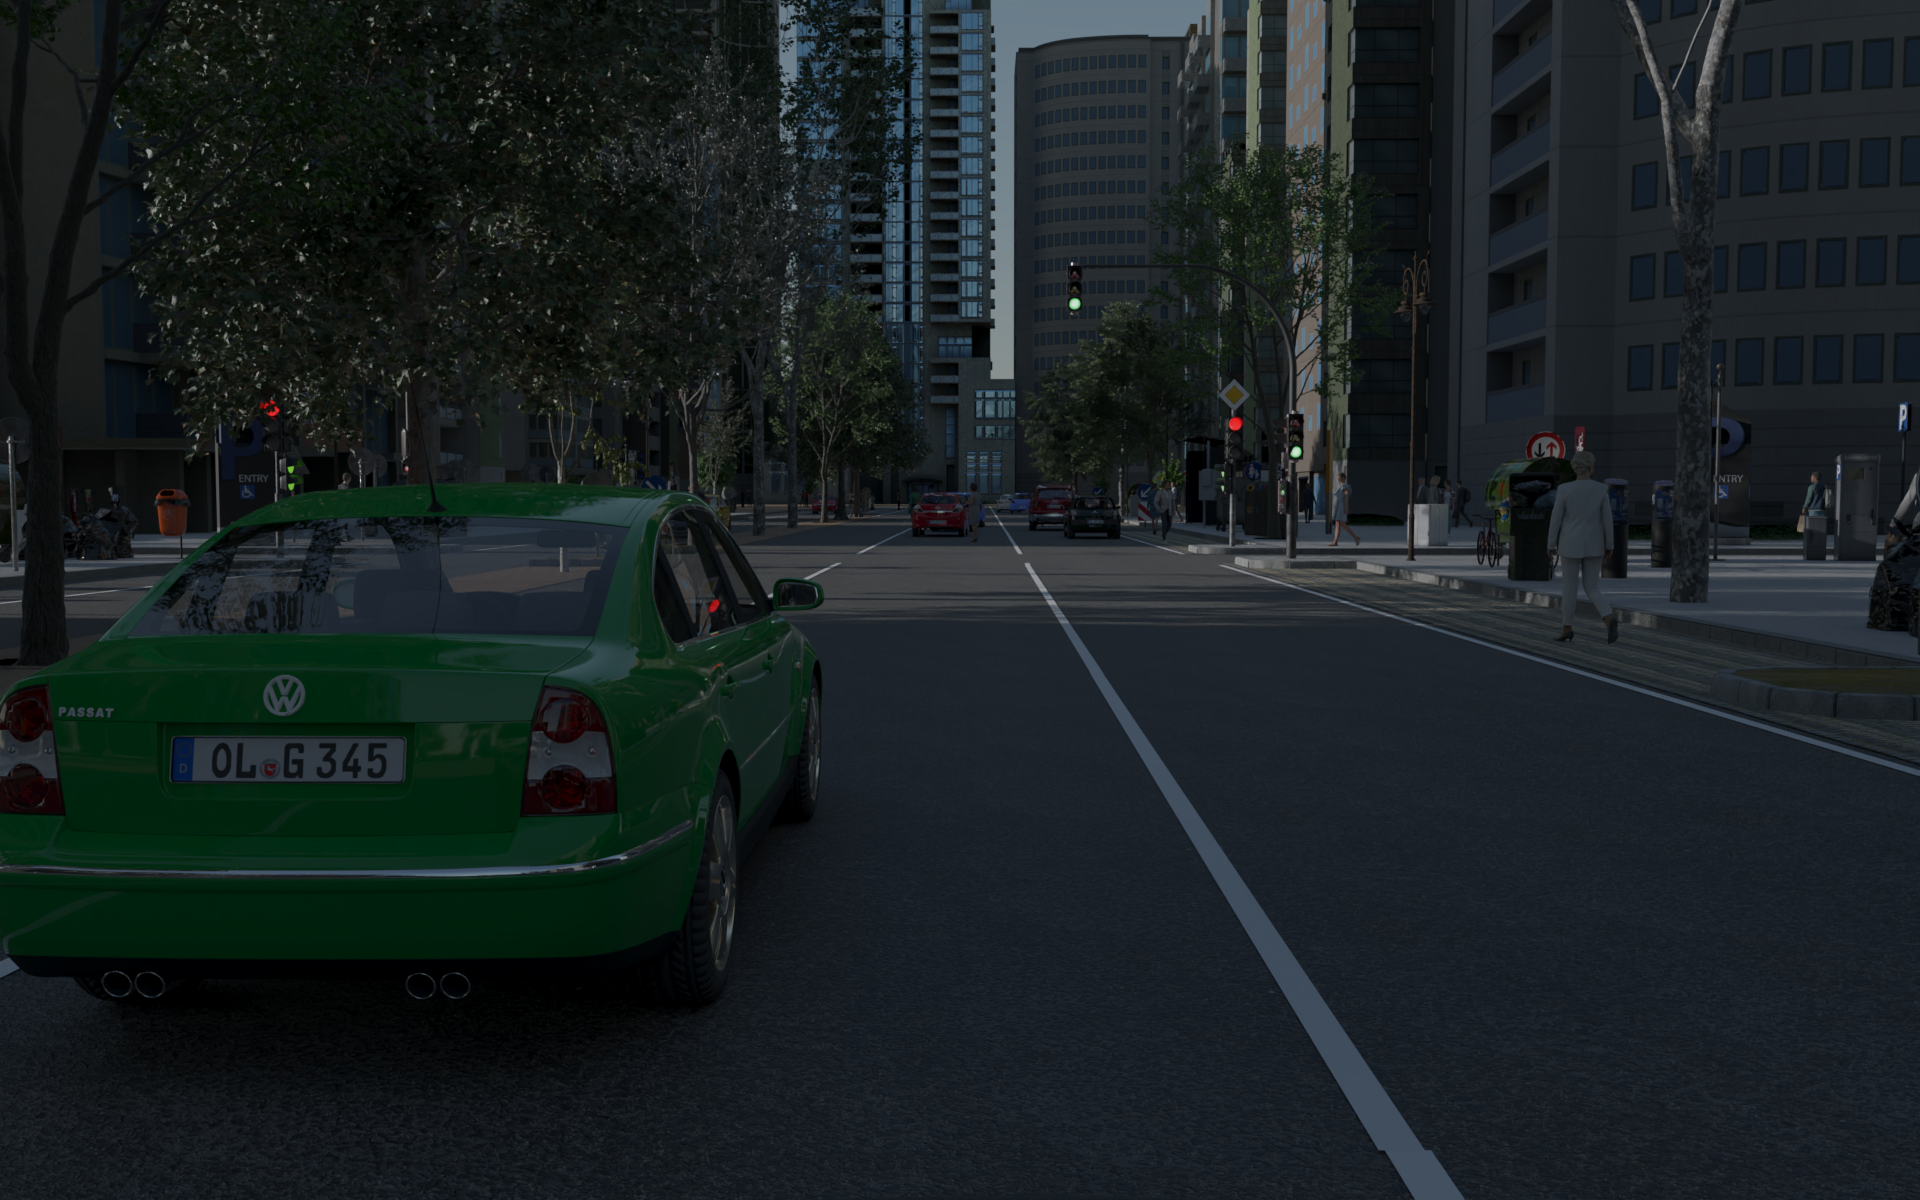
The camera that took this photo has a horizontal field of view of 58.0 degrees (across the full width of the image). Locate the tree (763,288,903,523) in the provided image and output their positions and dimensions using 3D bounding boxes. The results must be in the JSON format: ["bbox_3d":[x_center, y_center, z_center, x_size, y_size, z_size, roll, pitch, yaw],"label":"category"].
[{"bbox_3d":[-6.624,-9.626,85.601,9.928,11.665,9.643,0,3,0],"label":"tree"}]

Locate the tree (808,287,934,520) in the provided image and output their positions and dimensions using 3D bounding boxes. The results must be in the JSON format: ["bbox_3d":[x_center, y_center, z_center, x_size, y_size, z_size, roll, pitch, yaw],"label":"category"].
[{"bbox_3d":[-6.560,-10.762,95.419,9.611,12.733,9.660,0,3,0],"label":"tree"}]

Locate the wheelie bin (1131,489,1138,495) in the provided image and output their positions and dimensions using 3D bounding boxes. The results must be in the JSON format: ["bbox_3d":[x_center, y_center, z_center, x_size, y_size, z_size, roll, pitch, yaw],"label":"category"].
[{"bbox_3d":[11.245,-6.256,110.197,0.693,1.594,0.980,2,4,35],"label":"wheelie bin"}]

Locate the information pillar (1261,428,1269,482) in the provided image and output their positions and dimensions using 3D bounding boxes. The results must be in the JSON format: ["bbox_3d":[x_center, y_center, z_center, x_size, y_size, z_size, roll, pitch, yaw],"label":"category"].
[{"bbox_3d":[10.769,-4.239,60.664,0.504,3.616,0.183,1,4,17],"label":"information pillar"}]

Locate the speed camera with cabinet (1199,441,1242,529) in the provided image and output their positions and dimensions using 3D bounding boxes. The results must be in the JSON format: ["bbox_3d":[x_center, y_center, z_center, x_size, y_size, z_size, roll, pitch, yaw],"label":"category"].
[{"bbox_3d":[9.904,-4.273,64.192,2.038,3.252,0.660,2,4,33],"label":"speed camera with cabinet"}]

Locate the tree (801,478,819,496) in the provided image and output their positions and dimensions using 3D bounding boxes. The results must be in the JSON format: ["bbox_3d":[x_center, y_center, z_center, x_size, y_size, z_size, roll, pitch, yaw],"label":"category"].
[{"bbox_3d":[-14.292,-10.529,166.744,1.663,3.219,1.824,0,3,0],"label":"tree"}]

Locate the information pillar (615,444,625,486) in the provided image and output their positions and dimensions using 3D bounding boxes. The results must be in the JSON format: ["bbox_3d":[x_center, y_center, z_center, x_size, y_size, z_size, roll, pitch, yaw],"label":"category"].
[{"bbox_3d":[-15.964,-5.511,81.452,0.504,3.616,0.183,0,4,-1],"label":"information pillar"}]

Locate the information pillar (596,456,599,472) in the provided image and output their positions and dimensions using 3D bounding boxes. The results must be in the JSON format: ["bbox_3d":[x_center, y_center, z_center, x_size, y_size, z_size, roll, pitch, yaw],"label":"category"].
[{"bbox_3d":[-17.872,-5.757,85.477,0.183,3.616,0.504,-1,4,-18],"label":"information pillar"}]

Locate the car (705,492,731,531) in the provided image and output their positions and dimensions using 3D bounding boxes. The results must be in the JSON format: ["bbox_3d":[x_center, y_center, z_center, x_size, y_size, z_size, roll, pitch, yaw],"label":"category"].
[{"bbox_3d":[-9.463,-3.272,63.728,2.015,1.641,3.980,0,4,0],"label":"car"}]

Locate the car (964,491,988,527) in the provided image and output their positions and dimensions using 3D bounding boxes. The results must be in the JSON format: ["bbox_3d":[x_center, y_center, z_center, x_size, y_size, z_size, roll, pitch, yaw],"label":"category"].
[{"bbox_3d":[0.240,-4.064,76.037,1.945,1.707,3.694,0,4,2],"label":"car"}]

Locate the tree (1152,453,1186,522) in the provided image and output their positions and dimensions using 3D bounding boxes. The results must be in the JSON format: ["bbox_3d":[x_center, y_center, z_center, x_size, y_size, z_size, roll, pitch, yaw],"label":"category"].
[{"bbox_3d":[9.921,-5.273,80.812,1.663,3.219,1.824,0,3,0],"label":"tree"}]

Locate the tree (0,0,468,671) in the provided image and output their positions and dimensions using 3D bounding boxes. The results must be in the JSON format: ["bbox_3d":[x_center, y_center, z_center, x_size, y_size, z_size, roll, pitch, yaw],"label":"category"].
[{"bbox_3d":[-7.575,-5.250,14.047,9.928,11.665,9.643,0,3,0],"label":"tree"}]

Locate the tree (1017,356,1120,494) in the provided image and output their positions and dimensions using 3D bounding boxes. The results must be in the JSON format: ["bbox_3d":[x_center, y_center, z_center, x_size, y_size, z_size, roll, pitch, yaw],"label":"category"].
[{"bbox_3d":[10.277,-15.255,156.068,9.857,13.997,8.962,0,3,0],"label":"tree"}]

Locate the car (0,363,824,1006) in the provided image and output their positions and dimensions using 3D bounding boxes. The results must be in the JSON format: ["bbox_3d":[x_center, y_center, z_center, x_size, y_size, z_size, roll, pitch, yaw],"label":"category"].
[{"bbox_3d":[-1.526,0.157,6.233,1.959,1.807,4.718,0,4,1],"label":"car"}]

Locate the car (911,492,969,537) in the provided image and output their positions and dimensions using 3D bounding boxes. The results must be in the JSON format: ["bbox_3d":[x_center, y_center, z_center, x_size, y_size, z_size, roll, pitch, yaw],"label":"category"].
[{"bbox_3d":[-0.644,-3.081,59.411,2.155,1.783,4.494,0,4,3],"label":"car"}]

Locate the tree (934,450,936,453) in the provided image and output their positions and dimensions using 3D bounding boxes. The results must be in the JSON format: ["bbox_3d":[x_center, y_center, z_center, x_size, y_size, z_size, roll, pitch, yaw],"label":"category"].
[{"bbox_3d":[-6.376,-11.440,106.516,9.611,12.733,9.660,0,3,0],"label":"tree"}]

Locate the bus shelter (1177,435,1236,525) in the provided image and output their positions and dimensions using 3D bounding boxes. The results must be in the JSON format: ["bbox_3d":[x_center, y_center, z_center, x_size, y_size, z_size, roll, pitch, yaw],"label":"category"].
[{"bbox_3d":[10.190,-4.913,71.616,1.731,3.624,6.357,0,4,1],"label":"bus shelter"}]

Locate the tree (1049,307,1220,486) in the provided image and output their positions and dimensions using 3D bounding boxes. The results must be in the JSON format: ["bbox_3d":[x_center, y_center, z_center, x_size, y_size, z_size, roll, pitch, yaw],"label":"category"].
[{"bbox_3d":[9.383,-9.357,87.406,7.601,10.594,8.767,-3,4,-39],"label":"tree"}]

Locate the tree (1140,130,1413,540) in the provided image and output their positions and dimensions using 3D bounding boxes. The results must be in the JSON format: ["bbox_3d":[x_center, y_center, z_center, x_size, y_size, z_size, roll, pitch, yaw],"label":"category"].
[{"bbox_3d":[8.917,-7.531,48.887,9.928,11.665,9.643,0,3,0],"label":"tree"}]

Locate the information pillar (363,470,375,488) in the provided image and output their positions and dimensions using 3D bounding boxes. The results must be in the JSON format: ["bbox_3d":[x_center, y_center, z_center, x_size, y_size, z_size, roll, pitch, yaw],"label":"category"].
[{"bbox_3d":[-17.786,-2.912,52.102,0.304,2.012,0.304,-2,4,-30],"label":"information pillar"}]

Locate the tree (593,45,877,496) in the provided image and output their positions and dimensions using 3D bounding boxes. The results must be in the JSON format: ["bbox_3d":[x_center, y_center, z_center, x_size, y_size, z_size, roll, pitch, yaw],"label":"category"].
[{"bbox_3d":[-7.345,-8.234,47.455,12.009,13.543,11.850,0,3,0],"label":"tree"}]

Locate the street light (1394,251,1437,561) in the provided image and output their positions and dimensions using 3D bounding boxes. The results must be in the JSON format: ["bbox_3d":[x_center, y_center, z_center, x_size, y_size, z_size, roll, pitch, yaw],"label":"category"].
[{"bbox_3d":[8.674,-3.691,33.129,0.468,5.910,1.993,0,4,1],"label":"street light"}]

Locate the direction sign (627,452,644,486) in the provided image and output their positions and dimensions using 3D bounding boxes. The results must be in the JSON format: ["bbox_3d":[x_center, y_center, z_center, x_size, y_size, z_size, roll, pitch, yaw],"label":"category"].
[{"bbox_3d":[-17.414,-6.172,92.916,0.876,3.537,0.379,-1,4,-11],"label":"direction sign"}]

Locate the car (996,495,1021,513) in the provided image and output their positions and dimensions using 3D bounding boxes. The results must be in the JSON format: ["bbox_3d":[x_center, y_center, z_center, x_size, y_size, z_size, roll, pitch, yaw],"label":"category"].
[{"bbox_3d":[3.825,-7.507,135.098,2.083,1.381,4.827,0,4,1],"label":"car"}]

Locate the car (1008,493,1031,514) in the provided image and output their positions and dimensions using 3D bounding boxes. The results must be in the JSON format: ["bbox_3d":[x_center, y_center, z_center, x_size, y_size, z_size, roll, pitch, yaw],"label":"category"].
[{"bbox_3d":[4.479,-7.091,125.521,1.945,1.707,3.694,0,4,1],"label":"car"}]

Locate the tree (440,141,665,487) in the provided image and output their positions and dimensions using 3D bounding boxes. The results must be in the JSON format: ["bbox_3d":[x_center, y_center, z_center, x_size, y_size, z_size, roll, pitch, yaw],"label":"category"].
[{"bbox_3d":[-7.211,-4.797,31.247,4.737,8.622,4.395,0,3,0],"label":"tree"}]

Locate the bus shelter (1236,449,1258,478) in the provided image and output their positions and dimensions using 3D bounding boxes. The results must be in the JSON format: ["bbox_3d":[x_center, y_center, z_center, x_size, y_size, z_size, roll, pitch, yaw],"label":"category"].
[{"bbox_3d":[12.026,-5.159,78.272,2.014,3.302,5.546,0,4,1],"label":"bus shelter"}]

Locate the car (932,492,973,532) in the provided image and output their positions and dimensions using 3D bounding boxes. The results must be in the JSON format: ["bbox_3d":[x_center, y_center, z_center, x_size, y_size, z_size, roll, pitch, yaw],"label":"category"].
[{"bbox_3d":[-0.244,-3.516,67.084,1.945,1.707,3.694,0,4,0],"label":"car"}]

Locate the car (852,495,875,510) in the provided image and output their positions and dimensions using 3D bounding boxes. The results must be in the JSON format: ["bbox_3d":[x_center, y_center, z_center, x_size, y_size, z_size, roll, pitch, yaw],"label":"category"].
[{"bbox_3d":[-8.701,-8.849,156.483,2.131,1.459,4.920,0,4,-1],"label":"car"}]

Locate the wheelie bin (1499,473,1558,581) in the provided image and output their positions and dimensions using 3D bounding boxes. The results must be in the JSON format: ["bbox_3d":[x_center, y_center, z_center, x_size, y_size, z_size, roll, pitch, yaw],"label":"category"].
[{"bbox_3d":[8.512,-1.090,25.723,0.980,1.594,0.693,1,4,19],"label":"wheelie bin"}]

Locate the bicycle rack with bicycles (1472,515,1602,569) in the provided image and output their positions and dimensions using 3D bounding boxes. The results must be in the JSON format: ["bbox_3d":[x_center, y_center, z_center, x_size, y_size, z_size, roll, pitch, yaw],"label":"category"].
[{"bbox_3d":[10.153,-1.002,29.769,2.852,0.926,2.925,1,4,12],"label":"bicycle rack with bicycles"}]

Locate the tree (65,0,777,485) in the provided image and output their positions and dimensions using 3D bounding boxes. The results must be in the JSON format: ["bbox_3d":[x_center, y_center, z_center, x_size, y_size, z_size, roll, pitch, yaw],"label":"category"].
[{"bbox_3d":[-7.477,-6.385,23.865,9.611,12.733,9.660,0,3,0],"label":"tree"}]

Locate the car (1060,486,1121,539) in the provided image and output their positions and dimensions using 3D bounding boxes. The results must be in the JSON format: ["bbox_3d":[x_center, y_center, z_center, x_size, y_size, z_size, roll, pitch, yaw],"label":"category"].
[{"bbox_3d":[4.302,-2.871,56.723,2.009,1.686,4.222,0,4,1],"label":"car"}]

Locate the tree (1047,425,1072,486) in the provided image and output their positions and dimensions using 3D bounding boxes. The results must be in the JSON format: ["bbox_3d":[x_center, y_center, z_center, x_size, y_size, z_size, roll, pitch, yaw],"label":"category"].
[{"bbox_3d":[10.539,-13.981,178.949,4.737,8.622,4.395,0,3,0],"label":"tree"}]

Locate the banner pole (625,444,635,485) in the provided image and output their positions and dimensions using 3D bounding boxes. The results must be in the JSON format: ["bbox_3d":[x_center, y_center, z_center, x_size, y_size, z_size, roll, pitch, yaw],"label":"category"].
[{"bbox_3d":[-16.631,-5.946,87.231,0.401,3.779,0.863,2,4,33],"label":"banner pole"}]

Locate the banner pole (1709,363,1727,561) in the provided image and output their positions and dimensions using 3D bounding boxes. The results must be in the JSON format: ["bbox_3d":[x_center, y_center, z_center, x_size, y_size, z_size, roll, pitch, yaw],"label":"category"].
[{"bbox_3d":[14.355,-2.642,33.214,0.863,3.779,0.401,-1,4,-21],"label":"banner pole"}]

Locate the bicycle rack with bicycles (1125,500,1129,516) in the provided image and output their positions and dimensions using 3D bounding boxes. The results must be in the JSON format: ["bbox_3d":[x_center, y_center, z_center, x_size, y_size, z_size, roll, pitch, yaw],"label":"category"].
[{"bbox_3d":[11.026,-5.548,104.086,2.852,0.926,2.925,0,4,1],"label":"bicycle rack with bicycles"}]

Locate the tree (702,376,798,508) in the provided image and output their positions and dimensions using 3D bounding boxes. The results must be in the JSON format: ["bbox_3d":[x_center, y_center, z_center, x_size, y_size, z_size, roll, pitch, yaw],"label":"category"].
[{"bbox_3d":[-15.671,-12.285,135.267,8.767,10.594,7.601,-2,4,-35],"label":"tree"}]

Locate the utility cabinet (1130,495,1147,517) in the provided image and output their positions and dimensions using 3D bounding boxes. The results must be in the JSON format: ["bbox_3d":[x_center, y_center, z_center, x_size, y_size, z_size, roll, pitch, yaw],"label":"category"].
[{"bbox_3d":[10.096,-5.279,97.479,1.020,1.237,0.306,-1,4,-14],"label":"utility cabinet"}]

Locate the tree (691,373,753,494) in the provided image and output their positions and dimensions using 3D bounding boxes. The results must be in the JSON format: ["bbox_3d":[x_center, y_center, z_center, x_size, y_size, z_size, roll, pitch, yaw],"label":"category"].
[{"bbox_3d":[-14.815,-9.498,105.649,4.360,8.622,3.978,0,3,0],"label":"tree"}]

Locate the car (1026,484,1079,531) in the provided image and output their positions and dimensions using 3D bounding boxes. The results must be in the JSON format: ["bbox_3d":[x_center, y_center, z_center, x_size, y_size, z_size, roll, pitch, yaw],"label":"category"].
[{"bbox_3d":[3.767,-3.705,69.252,2.281,1.827,5.304,0,4,2],"label":"car"}]

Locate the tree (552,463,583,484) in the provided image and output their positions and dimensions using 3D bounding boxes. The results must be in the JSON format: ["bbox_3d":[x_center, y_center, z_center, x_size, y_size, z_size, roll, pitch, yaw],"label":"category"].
[{"bbox_3d":[-21.649,-6.101,94.360,1.663,3.219,1.824,0,3,0],"label":"tree"}]

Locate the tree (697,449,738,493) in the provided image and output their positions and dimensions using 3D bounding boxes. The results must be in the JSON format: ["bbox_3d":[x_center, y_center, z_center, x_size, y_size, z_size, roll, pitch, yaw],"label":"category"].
[{"bbox_3d":[-15.942,-7.864,112.286,4.285,4.588,4.351,0,3,0],"label":"tree"}]

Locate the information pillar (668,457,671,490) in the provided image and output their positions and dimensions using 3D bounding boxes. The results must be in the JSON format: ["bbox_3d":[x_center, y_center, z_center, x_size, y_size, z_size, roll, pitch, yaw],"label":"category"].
[{"bbox_3d":[-18.359,-7.237,109.677,0.183,3.616,0.504,1,4,11],"label":"information pillar"}]

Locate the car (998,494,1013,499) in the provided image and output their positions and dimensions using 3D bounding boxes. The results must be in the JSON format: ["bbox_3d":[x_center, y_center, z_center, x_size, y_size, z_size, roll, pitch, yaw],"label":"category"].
[{"bbox_3d":[4.581,-9.355,164.959,2.014,1.417,4.499,0,4,-1],"label":"car"}]

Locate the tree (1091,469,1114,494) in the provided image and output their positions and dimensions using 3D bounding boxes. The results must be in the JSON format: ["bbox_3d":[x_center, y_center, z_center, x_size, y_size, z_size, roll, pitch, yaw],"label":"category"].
[{"bbox_3d":[10.678,-8.319,130.611,1.663,3.219,1.824,0,3,0],"label":"tree"}]

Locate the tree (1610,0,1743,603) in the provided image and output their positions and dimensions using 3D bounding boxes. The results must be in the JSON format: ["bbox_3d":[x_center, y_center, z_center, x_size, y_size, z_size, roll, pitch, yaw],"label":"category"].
[{"bbox_3d":[8.182,-10.123,21.401,12.611,20.169,13.585,0,3,0],"label":"tree"}]

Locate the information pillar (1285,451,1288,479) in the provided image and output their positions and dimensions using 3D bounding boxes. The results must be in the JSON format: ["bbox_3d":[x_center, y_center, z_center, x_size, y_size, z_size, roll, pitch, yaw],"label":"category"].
[{"bbox_3d":[12.564,-4.630,67.057,0.504,3.616,0.183,-3,4,-38],"label":"information pillar"}]

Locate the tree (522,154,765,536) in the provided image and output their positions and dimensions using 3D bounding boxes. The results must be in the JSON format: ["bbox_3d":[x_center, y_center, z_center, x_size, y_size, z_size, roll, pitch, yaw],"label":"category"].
[{"bbox_3d":[-8.091,-12.312,59.649,12.611,20.169,13.585,0,3,0],"label":"tree"}]

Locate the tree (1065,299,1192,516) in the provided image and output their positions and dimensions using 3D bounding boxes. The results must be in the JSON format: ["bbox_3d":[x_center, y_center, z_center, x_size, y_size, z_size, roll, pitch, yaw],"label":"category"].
[{"bbox_3d":[9.910,-11.207,101.354,7.486,12.596,7.792,0,3,0],"label":"tree"}]

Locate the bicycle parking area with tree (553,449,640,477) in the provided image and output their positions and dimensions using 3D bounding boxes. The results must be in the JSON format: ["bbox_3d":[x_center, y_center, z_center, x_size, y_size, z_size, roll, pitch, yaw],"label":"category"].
[{"bbox_3d":[-23.549,-7.670,112.407,8.231,4.147,9.016,-1,4,-8],"label":"bicycle parking area with tree"}]

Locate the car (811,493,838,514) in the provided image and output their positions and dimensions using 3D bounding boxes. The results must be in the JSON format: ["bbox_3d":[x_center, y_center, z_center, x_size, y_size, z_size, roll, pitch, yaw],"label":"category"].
[{"bbox_3d":[-9.665,-7.085,124.881,2.155,1.783,4.494,0,4,0],"label":"car"}]

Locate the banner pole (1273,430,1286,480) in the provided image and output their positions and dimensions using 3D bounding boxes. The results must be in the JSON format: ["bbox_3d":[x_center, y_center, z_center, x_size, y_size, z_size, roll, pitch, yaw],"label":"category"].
[{"bbox_3d":[11.044,-4.227,59.136,0.863,3.779,0.401,3,4,36],"label":"banner pole"}]

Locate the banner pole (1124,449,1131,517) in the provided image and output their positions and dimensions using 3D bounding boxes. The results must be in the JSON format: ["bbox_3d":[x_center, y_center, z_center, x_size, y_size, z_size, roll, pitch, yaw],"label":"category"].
[{"bbox_3d":[9.365,-6.512,96.483,0.401,3.779,0.863,0,4,-4],"label":"banner pole"}]
